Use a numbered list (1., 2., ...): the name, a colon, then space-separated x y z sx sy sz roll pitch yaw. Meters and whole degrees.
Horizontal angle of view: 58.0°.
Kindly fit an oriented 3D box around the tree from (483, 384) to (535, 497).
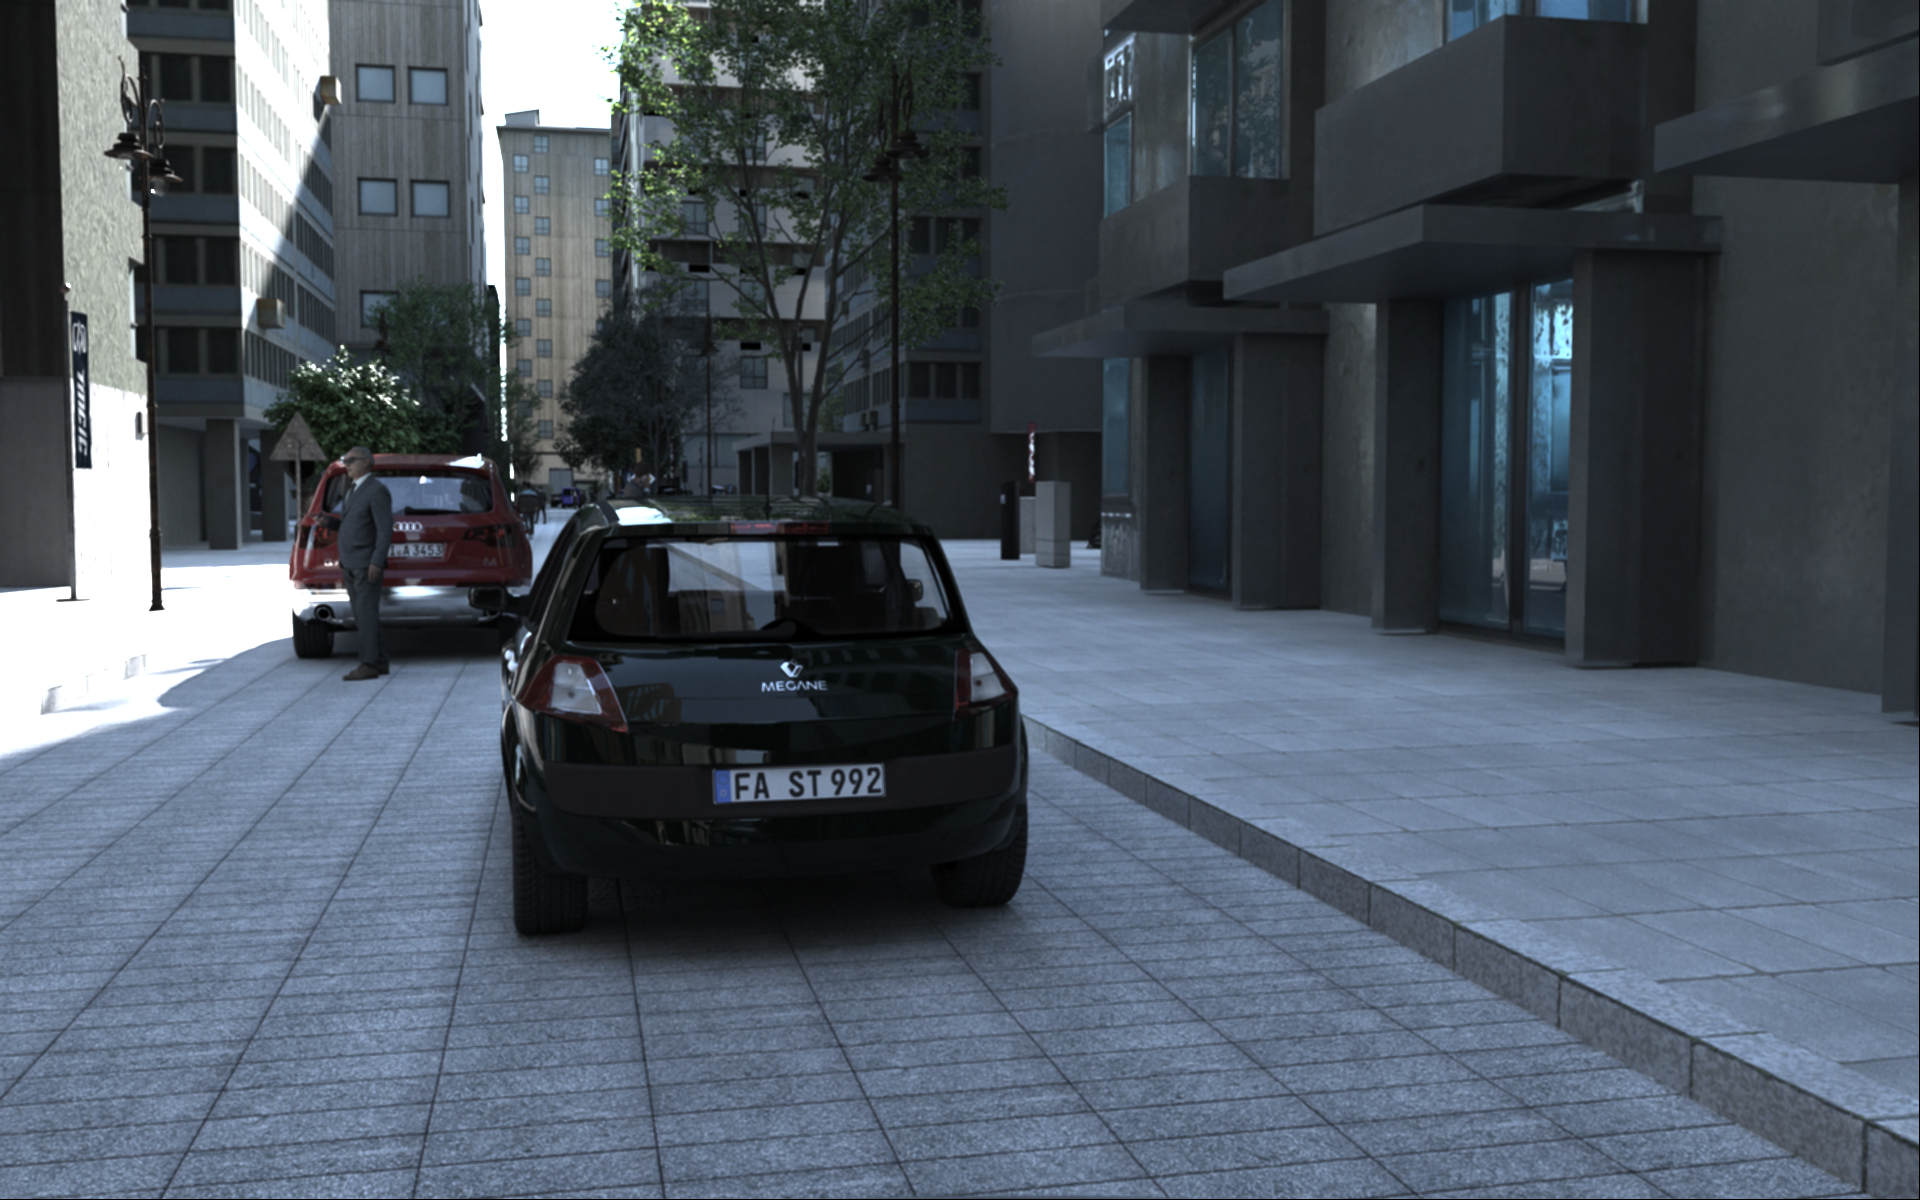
1. tree: -31.324 -10.184 116.873 4.360 8.622 3.978 0 3 0

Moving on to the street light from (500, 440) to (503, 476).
1. street light: -33.054 -9.306 124.944 0.468 5.910 1.993 -1 4 -13

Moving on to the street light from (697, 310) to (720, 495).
1. street light: -6.306 -4.326 43.520 0.468 5.910 1.993 -1 4 -13

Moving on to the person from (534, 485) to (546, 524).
1. person: -20.175 -4.580 83.166 0.755 1.850 0.659 2 4 34

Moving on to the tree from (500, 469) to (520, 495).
1. tree: -35.448 -8.574 134.781 1.663 3.219 1.824 0 3 0

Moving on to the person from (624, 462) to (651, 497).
1. person: -4.160 -0.871 22.555 0.447 1.846 0.655 -2 4 -25

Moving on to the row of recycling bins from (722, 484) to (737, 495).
1. row of recycling bins: -8.654 -3.737 68.216 1.069 1.692 3.534 -2 4 -24

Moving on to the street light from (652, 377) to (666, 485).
1. street light: -11.883 -5.849 68.411 0.468 5.910 1.993 -1 4 -13

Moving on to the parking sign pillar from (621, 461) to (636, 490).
1. parking sign pillar: -22.193 -7.851 116.832 1.447 3.967 1.447 1 4 19

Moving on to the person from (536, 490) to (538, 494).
1. person: -39.052 -9.246 159.757 0.705 1.814 1.350 -3 4 -37

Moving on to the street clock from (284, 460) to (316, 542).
1. street clock: -11.356 -1.545 29.828 0.471 2.002 0.358 -3 5 -41

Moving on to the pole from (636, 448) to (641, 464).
1. pole: -14.282 -5.089 77.041 0.158 3.312 0.155 0 3 0

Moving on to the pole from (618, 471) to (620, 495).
1. pole: -29.046 -9.402 147.564 0.158 3.312 0.155 0 3 0

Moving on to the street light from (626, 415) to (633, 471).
1. street light: -18.941 -7.721 99.022 0.468 5.910 1.993 -1 4 -13

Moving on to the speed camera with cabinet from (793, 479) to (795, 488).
1. speed camera with cabinet: -10.530 -6.795 105.427 2.038 3.252 0.660 -2 4 -27

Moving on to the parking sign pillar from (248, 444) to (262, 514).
1. parking sign pillar: -32.963 -5.611 80.209 1.447 3.967 1.447 1 4 9

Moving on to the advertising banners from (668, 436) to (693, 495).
1. advertising banners: -8.558 -3.474 52.987 0.090 3.025 2.074 1 4 11

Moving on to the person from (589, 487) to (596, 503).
1. person: -25.903 -6.999 122.299 0.648 1.900 0.474 2 4 27

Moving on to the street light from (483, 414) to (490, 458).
1. street light: -27.302 -7.780 99.993 0.468 5.910 1.993 -1 4 -13

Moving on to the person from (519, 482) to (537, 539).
1. person: -13.690 -2.846 55.047 0.620 1.820 0.660 3 4 39

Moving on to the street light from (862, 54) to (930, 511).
1. street light: -0.705 -2.814 18.803 0.468 5.910 1.993 -1 4 -13

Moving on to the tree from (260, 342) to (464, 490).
1. tree: -13.384 -3.303 37.713 4.285 4.588 4.351 0 3 0

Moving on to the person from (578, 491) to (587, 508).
1. person: -34.926 -9.247 160.235 0.990 1.755 0.434 2 4 25

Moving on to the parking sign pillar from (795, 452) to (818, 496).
1. parking sign pillar: -8.839 -6.796 99.586 1.447 3.967 1.447 0 4 -1

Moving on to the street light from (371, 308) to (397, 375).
1. street light: -14.321 -4.305 43.182 0.468 5.910 1.993 -1 4 -13

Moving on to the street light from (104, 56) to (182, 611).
1. street light: -8.833 -2.819 18.878 0.468 5.910 1.993 -1 4 -13

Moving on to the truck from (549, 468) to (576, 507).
1. truck: -44.207 -12.449 192.459 2.839 4.237 11.283 -1 4 -11

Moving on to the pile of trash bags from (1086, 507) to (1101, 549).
1. pile of trash bags: 4.419 -1.946 41.565 1.912 1.369 3.447 2 4 27

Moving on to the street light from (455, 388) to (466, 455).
1. street light: -21.798 -6.294 75.692 0.468 5.910 1.993 -1 4 -13

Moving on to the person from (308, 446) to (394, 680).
1. person: -4.724 -0.295 13.507 0.661 1.801 0.590 3 5 43

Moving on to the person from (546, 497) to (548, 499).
1. person: -39.832 -9.554 164.705 1.348 1.824 0.705 0 4 4

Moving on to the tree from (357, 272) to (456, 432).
1. tree: -24.095 -9.456 80.353 9.928 11.665 9.643 0 3 0

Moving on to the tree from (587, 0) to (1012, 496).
1. tree: -2.895 -6.505 32.120 9.928 11.665 9.643 0 3 0

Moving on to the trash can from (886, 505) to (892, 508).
1. trash can: -1.194 -0.661 22.469 0.748 1.137 0.748 0 3 0

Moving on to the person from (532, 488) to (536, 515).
1. person: -29.582 -6.816 120.041 0.679 1.850 0.850 2 4 26

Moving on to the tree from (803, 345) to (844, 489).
1. tree: -5.548 -8.083 82.527 4.737 8.622 4.395 0 3 0

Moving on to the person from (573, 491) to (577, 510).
1. person: -34.879 -9.059 157.337 0.721 1.736 1.217 -1 4 -12

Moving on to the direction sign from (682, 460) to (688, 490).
1. direction sign: -18.560 -7.640 116.916 0.379 3.537 0.876 -2 4 -31

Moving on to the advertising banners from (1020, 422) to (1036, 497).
1. advertising banners: 1.445 -2.778 41.602 0.090 3.025 2.074 2 4 24

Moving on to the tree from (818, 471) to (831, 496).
1. tree: -9.236 -7.654 119.751 1.663 3.219 1.824 0 3 0
